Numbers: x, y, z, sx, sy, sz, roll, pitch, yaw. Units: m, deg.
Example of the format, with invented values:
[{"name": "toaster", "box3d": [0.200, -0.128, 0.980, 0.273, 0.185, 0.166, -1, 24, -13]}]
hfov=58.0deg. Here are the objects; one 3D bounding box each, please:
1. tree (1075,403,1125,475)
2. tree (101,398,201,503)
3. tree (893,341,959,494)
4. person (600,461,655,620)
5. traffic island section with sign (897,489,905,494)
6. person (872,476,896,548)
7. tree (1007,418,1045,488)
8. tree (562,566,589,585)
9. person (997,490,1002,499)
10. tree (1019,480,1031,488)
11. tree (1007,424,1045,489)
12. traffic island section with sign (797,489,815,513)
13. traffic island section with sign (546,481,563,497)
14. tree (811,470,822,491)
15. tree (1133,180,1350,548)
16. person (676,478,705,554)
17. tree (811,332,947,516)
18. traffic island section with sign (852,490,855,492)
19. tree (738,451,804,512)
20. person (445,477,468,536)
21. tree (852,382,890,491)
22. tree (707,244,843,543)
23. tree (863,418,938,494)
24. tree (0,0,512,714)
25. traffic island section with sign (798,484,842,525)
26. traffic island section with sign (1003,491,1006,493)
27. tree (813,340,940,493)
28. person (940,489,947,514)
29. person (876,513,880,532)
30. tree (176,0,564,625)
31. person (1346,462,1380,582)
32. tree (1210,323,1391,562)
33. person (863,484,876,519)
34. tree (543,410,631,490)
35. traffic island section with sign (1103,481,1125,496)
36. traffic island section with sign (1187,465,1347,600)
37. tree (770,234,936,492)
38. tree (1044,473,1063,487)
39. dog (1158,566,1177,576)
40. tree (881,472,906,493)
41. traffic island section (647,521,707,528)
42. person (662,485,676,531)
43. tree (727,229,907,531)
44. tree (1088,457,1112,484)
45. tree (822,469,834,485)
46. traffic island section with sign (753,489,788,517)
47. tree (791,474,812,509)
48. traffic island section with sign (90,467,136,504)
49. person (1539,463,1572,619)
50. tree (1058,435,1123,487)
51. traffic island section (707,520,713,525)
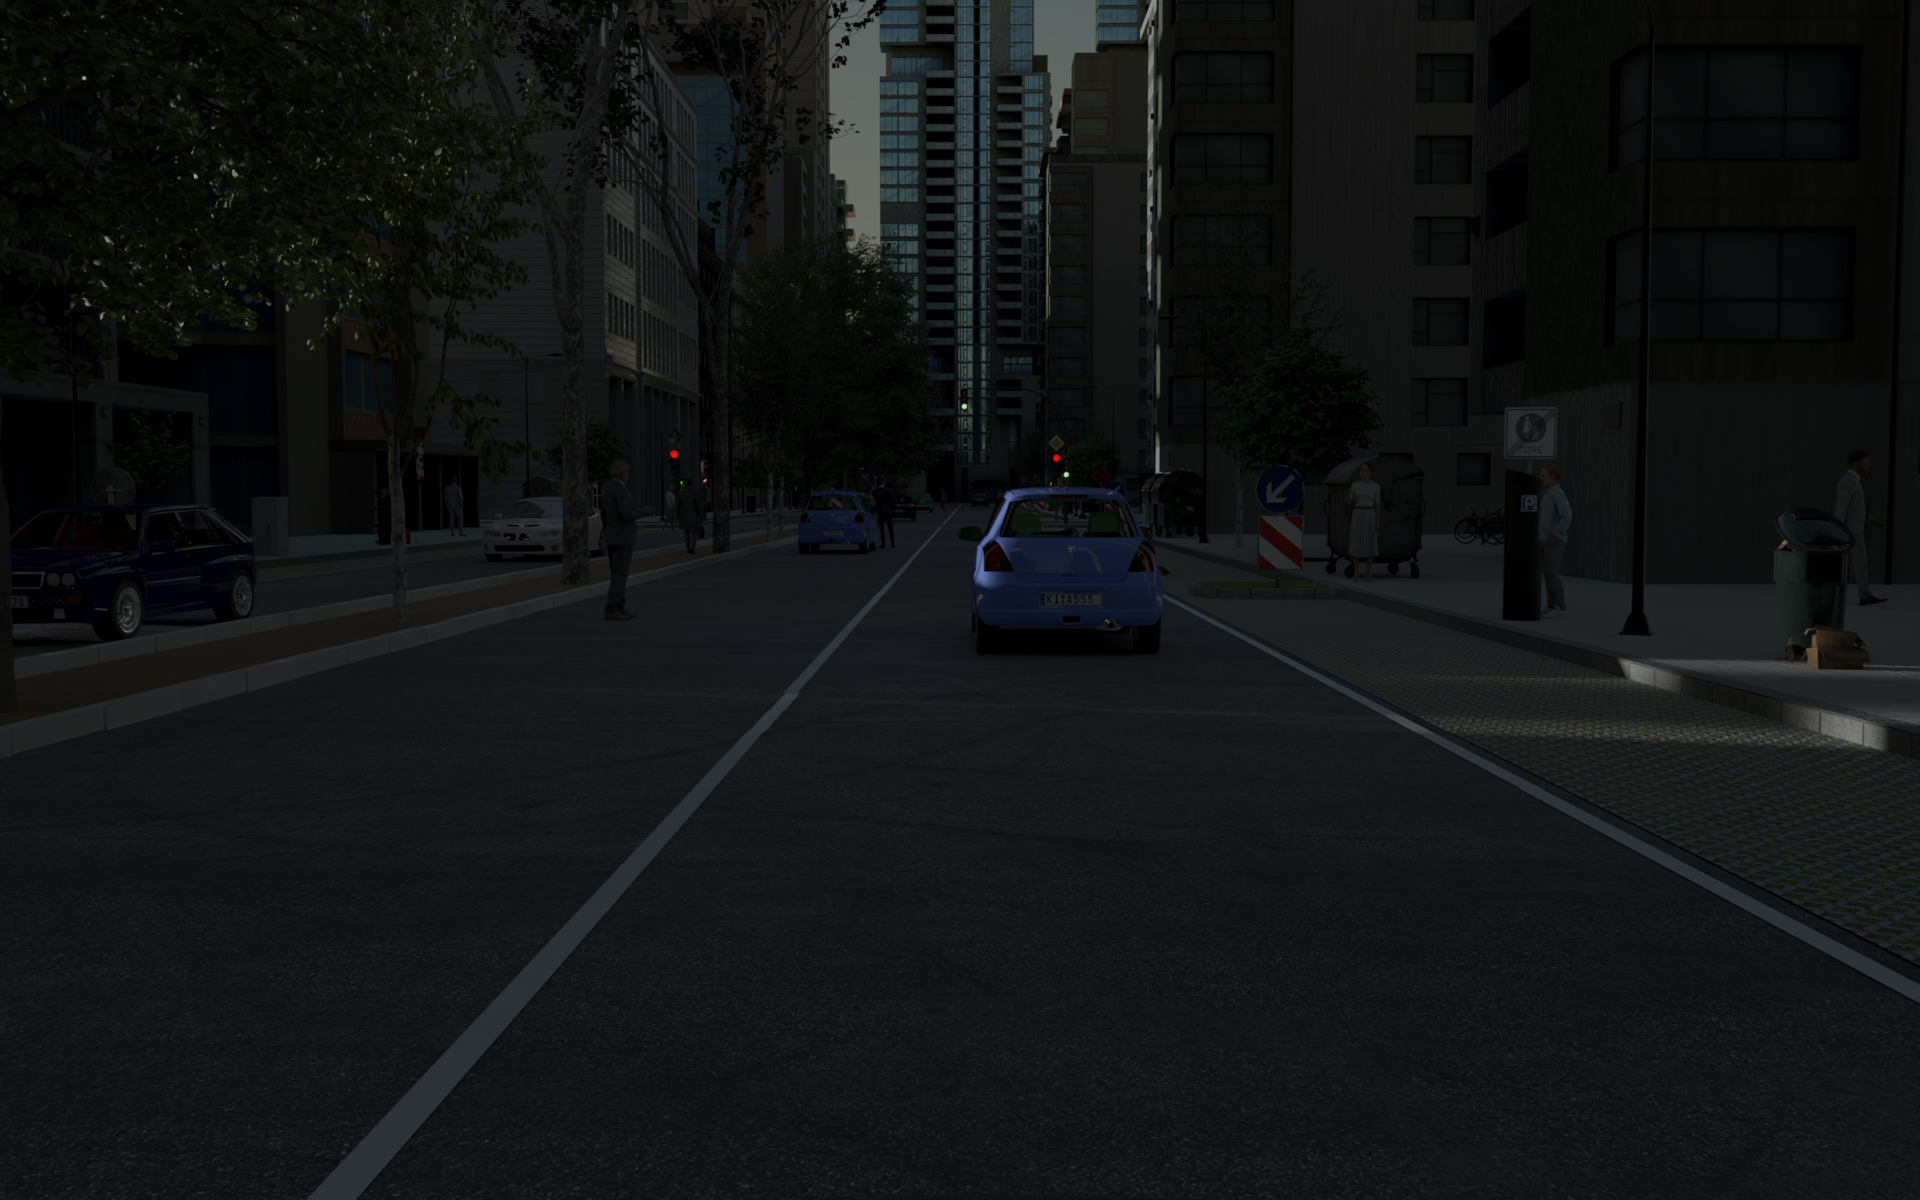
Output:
[{"name": "tree", "box3d": [11.254, -11.549, 139.187, 4.360, 8.622, 3.978, 0, 3, 0]}, {"name": "tree", "box3d": [-16.520, -2.469, 34.973, 1.663, 3.219, 1.824, 0, 3, 0]}, {"name": "tree", "box3d": [-5.139, -13.664, 136.238, 12.009, 13.543, 11.850, 0, 3, 0]}, {"name": "person", "box3d": [-3.818, -0.681, 19.812, 0.590, 1.801, 0.661, -3, 4, -36]}, {"name": "traffic island section with sign", "box3d": [-5.380, -9.108, 157.052, 2.006, 1.907, 1.989, 0, 4, 0]}, {"name": "person", "box3d": [-2.028, -2.342, 46.153, 0.648, 1.900, 0.474, -1, 4, -12]}, {"name": "tree", "box3d": [6.985, -13.111, 164.723, 4.360, 8.622, 3.978, 0, 3, 0]}, {"name": "tree", "box3d": [-7.293, -10.357, 27.682, 12.611, 20.169, 13.585, 0, 3, 0]}, {"name": "person", "box3d": [3.510, -8.916, 154.557, 0.520, 1.790, 0.573, 2, 4, 29]}, {"name": "tree", "box3d": [7.903, -13.159, 209.748, 1.663, 3.219, 1.824, 0, 3, 0]}, {"name": "tree", "box3d": [7.172, -13.882, 177.339, 4.737, 8.622, 4.395, 0, 3, 0]}, {"name": "traffic island section with sign", "box3d": [-11.516, -7.659, 133.853, 1.989, 1.847, 2.006, 0, 4, 0]}, {"name": "traffic island section with sign", "box3d": [-12.009, -2.614, 51.359, 1.989, 1.847, 2.006, 0, 4, 0]}, {"name": "tree", "box3d": [-14.160, -9.395, 137.328, 4.285, 4.588, 4.351, 0, 3, 0]}, {"name": "tree", "box3d": [6.722, -5.533, 40.822, 4.360, 8.622, 3.978, 0, 3, 0]}, {"name": "person", "box3d": [-6.445, -2.010, 41.471, 0.694, 1.812, 0.767, 0, 4, 6]}, {"name": "tree", "box3d": [-5.665, -11.703, 110.809, 9.611, 12.733, 9.660, 0, 3, 0]}, {"name": "traffic island section with sign", "box3d": [-11.206, -10.729, 184.053, 1.989, 1.847, 2.006, 0, 4, 0]}, {"name": "tree", "box3d": [-14.189, -8.602, 124.350, 4.285, 4.588, 4.351, 0, 3, 0]}, {"name": "person", "box3d": [-15.411, -2.857, 52.853, 0.635, 1.810, 0.391, 0, 4, 6]}, {"name": "tree", "box3d": [-5.468, -9.228, 103.702, 4.360, 8.622, 3.978, 0, 3, 0]}, {"name": "tree", "box3d": [-5.602, -5.986, 50.689, 4.360, 8.622, 3.978, 0, 3, 0]}, {"name": "tree", "box3d": [-5.600, -13.793, 146.099, 7.486, 12.596, 7.792, 0, 3, 0]}, {"name": "tree", "box3d": [-6.491, -5.552, 11.353, 7.486, 12.596, 7.792, 0, 3, 0]}, {"name": "traffic island section with sign", "box3d": [-5.885, -4.059, 74.508, 2.006, 1.907, 1.989, 0, 4, 0]}, {"name": "traffic island section with sign", "box3d": [5.387, -12.371, 210.898, 1.989, 1.847, 2.006, 0, 4, 0]}, {"name": "tree", "box3d": [-5.648, -9.746, 96.214, 8.767, 10.594, 7.601, 0, 4, 0]}, {"name": "person", "box3d": [-1.146, -6.930, 122.146, 0.444, 1.785, 0.601, -1, 4, -22]}, {"name": "person", "box3d": [-3.058, -3.460, 66.075, 0.522, 1.701, 0.512, -1, 4, -18]}, {"name": "tree", "box3d": [-6.054, -4.009, 18.367, 4.737, 8.622, 4.395, 0, 3, 0]}, {"name": "person", "box3d": [5.880, -1.142, 25.278, 0.480, 1.755, 0.524, 1, 4, 13]}, {"name": "tree", "box3d": [6.651, -3.036, 33.351, 4.285, 4.588, 4.351, 0, 3, 0]}, {"name": "person", "box3d": [-2.730, -2.557, 51.153, 0.643, 1.720, 0.563, -3, 4, -38]}, {"name": "tree", "box3d": [-14.701, -5.169, 68.230, 4.285, 4.588, 4.351, 0, 3, 0]}, {"name": "traffic island section with sign", "box3d": [4.407, -2.620, 51.469, 1.989, 1.847, 2.006, 0, 4, 0]}, {"name": "traffic island section with sign", "box3d": [4.245, -0.959, 24.314, 1.989, 1.847, 2.006, 0, 4, 0]}, {"name": "tree", "box3d": [-5.616, -10.786, 85.455, 9.857, 13.997, 8.962, 0, 3, 0]}, {"name": "tree", "box3d": [7.540, -8.940, 140.765, 1.663, 3.219, 1.824, 0, 3, 0]}, {"name": "dog", "box3d": [3.384, -0.614, 30.232, 0.748, 0.427, 0.550, 3, 5, 44]}, {"name": "tree", "box3d": [-5.565, -10.710, 127.932, 4.737, 8.622, 4.395, 0, 3, 0]}, {"name": "traffic island section", "box3d": [-12.203, -3.182, 74.313, 2.009, 0.180, 2.903, 0, 4, 0]}, {"name": "person", "box3d": [-11.344, -3.594, 67.485, 0.641, 1.798, 0.478, 2, 4, 33]}, {"name": "tree", "box3d": [-5.852, -8.490, 67.031, 9.928, 11.665, 9.643, 0, 3, 0]}, {"name": "tree", "box3d": [7.479, -5.821, 89.773, 1.663, 3.219, 1.824, 0, 3, 0]}, {"name": "tree", "box3d": [-13.890, -11.472, 171.282, 4.285, 4.588, 4.351, 0, 3, 0]}, {"name": "traffic island section with sign", "box3d": [-11.685, -6.010, 106.899, 1.989, 1.847, 2.006, 0, 4, 0]}, {"name": "tree", "box3d": [-14.082, -10.044, 158.815, 1.663, 3.219, 1.824, 0, 3, 0]}, {"name": "traffic island section with sign", "box3d": [-12.192, -0.965, 24.405, 1.989, 1.847, 2.006, 0, 4, 0]}, {"name": "person", "box3d": [6.170, -0.625, 18.074, 0.330, 1.601, 0.589, 1, 4, 10]}, {"name": "tree", "box3d": [7.266, -7.226, 101.856, 4.285, 4.588, 4.351, 0, 3, 0]}, {"name": "traffic island section", "box3d": [-12.154, -3.671, 82.298, 2.009, 0.180, 2.903, 0, 4, 0]}]
